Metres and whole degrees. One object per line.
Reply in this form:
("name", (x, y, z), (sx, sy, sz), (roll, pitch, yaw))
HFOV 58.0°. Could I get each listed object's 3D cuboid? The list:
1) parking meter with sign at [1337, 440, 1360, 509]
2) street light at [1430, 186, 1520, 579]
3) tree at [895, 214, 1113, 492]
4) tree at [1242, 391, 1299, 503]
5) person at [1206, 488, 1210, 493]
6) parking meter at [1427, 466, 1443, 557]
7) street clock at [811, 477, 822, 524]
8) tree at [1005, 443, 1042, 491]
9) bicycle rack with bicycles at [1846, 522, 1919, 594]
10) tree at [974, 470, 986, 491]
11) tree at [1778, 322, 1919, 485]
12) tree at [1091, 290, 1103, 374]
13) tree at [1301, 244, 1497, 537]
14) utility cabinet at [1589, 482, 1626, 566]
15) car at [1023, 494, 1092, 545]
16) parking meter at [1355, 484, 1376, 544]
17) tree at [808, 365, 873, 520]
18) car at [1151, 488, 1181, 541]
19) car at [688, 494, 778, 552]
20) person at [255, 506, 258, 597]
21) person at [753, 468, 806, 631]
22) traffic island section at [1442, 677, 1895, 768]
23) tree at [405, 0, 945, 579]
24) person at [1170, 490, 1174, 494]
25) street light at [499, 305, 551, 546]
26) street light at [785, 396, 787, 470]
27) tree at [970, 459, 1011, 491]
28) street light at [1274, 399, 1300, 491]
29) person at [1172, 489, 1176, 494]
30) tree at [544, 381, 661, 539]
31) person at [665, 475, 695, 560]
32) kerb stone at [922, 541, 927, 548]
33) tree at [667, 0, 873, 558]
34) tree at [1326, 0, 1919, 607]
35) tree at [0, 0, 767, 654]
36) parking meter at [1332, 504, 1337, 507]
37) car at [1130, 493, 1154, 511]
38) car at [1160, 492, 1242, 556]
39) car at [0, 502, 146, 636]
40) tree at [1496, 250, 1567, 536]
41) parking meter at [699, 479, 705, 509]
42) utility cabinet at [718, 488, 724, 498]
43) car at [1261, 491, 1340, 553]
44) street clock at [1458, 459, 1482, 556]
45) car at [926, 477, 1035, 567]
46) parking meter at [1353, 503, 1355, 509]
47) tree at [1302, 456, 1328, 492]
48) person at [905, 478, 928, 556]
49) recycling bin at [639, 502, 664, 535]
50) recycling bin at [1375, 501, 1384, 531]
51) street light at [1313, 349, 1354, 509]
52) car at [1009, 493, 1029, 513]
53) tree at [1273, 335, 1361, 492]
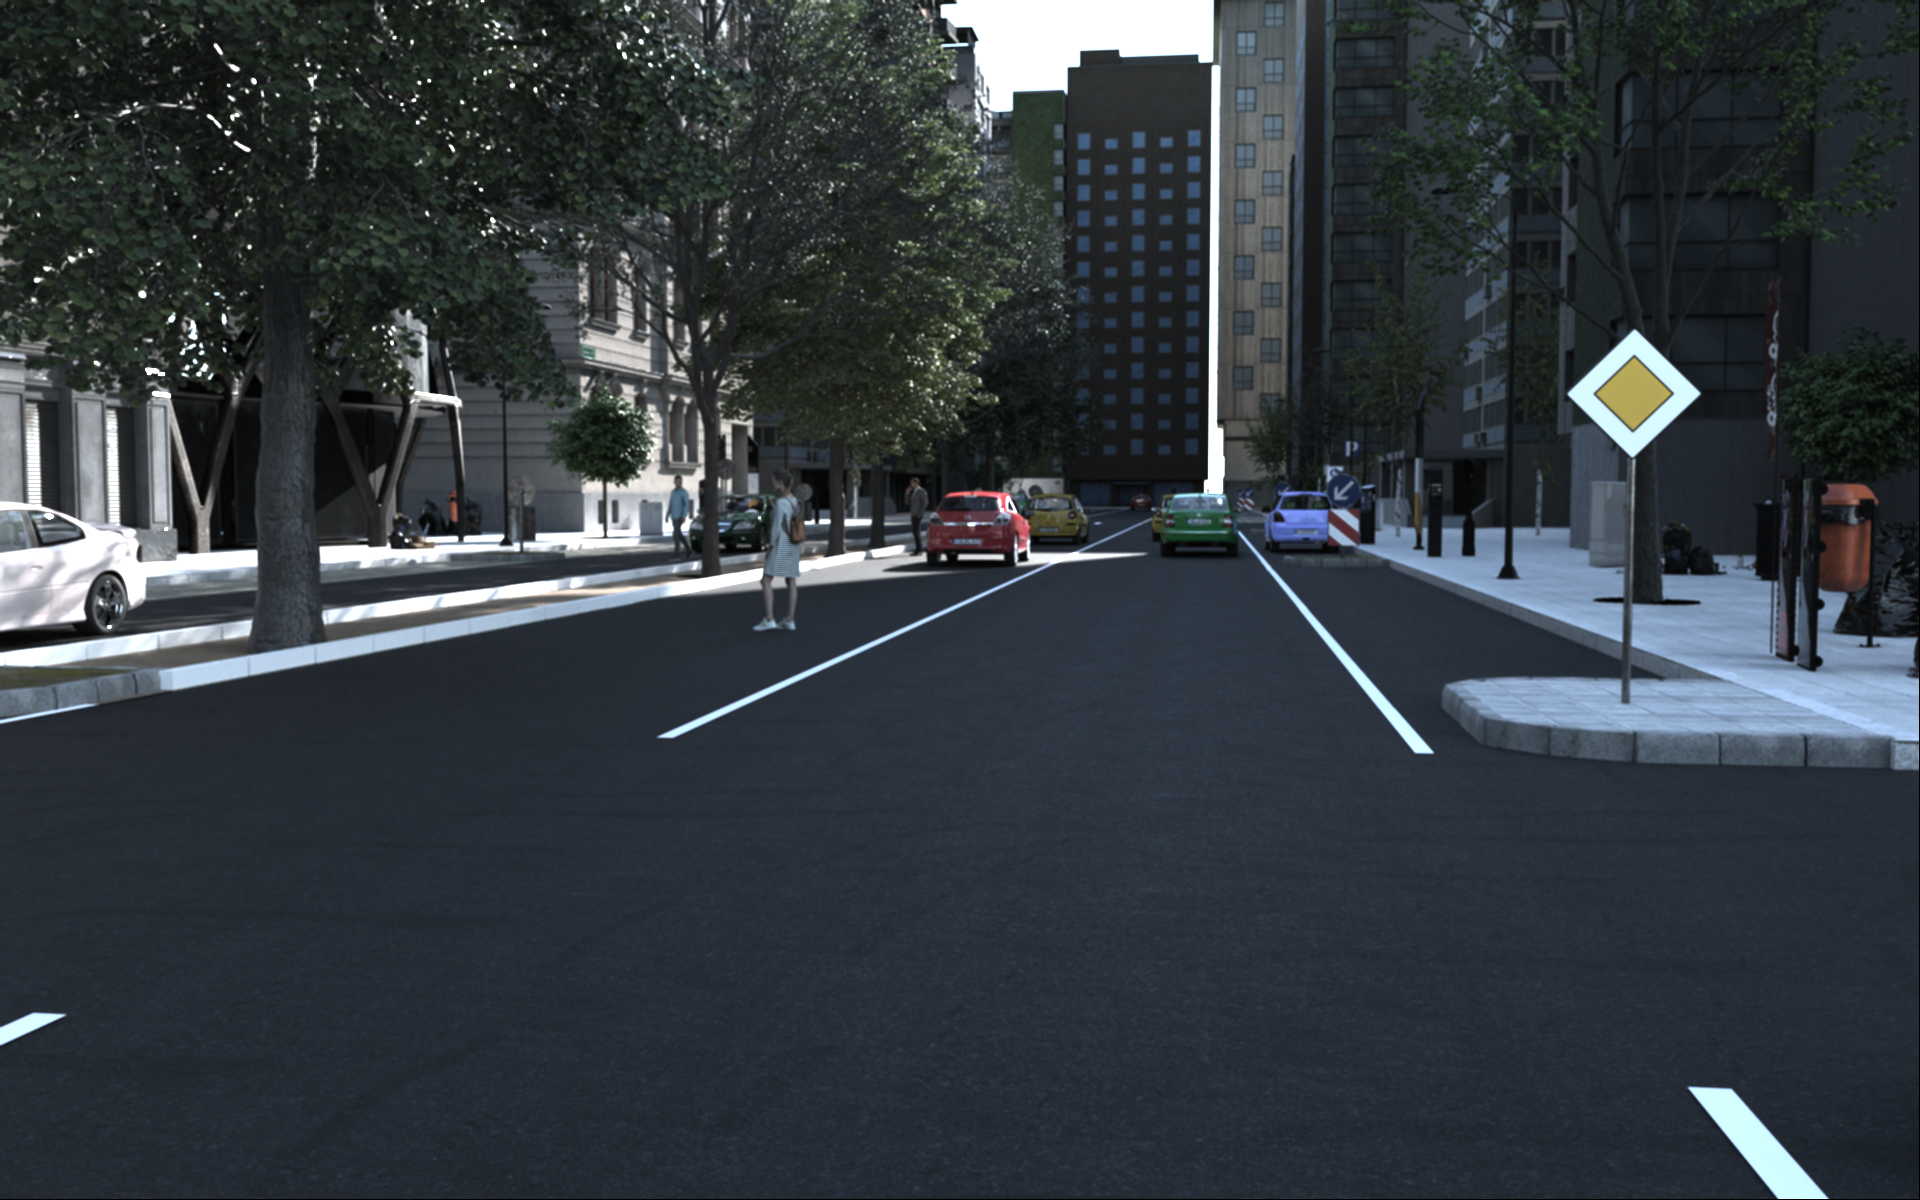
("parking meter with sign", (12.732, -3.721, 57.104), (0.543, 3.016, 1.738), (0, 4, 2))
("street light", (7.788, -3.282, 26.197), (1.470, 5.913, 1.316), (0, 4, 8))
("tree", (1.217, -9.182, 69.583), (9.611, 12.733, 9.660), (0, 3, 0))
("tree", (23.025, -10.776, 126.550), (4.737, 8.622, 4.395), (0, 3, 0))
("person", (15.477, -6.081, 108.023), (1.348, 1.812, 0.705), (-2, 4, -25))
("parking meter", (9.713, -1.816, 35.406), (0.255, 1.863, 0.399), (1, 4, 11))
("street clock", (-6.226, -4.327, 75.318), (0.471, 2.002, 0.358), (-1, 4, -14))
("tree", (5.665, -12.926, 161.704), (4.360, 8.622, 3.978), (0, 3, 0))
("bicycle rack with bicycles", (12.293, -0.491, 21.416), (2.925, 0.926, 2.852), (0, 4, -6))
("tree", (1.938, -8.747, 137.613), (1.663, 3.219, 1.824), (0, 3, 0))
("tree", (17.215, -3.026, 33.185), (4.285, 4.588, 4.351), (0, 3, 0))
("tree", (-0.453, -8.749, 55.869), (12.009, 13.543, 11.850), (0, 3, 0))
("tree", (13.176, -6.205, 51.814), (4.737, 8.622, 4.395), (0, 3, 0))
("utility cabinet", (11.617, -1.349, 30.736), (1.173, 1.500, 0.318), (-3, 5, -43))
("car", (2.794, -2.458, 50.407), (2.015, 1.641, 3.980), (1, 4, 9))
("parking meter", (10.491, -2.211, 44.554), (0.372, 1.533, 0.369), (0, 3, 0))
("tree", (-5.366, -8.247, 85.196), (4.360, 8.622, 3.978), (0, 3, 0))
("car", (6.950, -2.685, 54.116), (2.015, 1.641, 3.980), (1, 4, 10))
("car", (-5.537, -1.999, 44.484), (2.131, 1.459, 4.920), (1, 4, 9))
("person", (-9.268, -0.846, 23.341), (0.512, 1.701, 0.522), (-1, 4, -10))
("person", (-1.867, -0.538, 18.302), (0.522, 1.701, 0.512), (1, 4, 18))
("traffic island section", (4.100, 0.713, 10.623), (2.009, 0.180, 2.903), (0, 4, 8))
("tree", (-4.215, -7.099, 28.899), (12.009, 13.543, 11.850), (0, 3, 0))
("person", (18.599, -8.737, 151.295), (1.348, 1.831, 0.705), (0, 4, -7))
("street light", (-10.709, -4.289, 42.664), (1.470, 5.913, 1.316), (0, 4, 8))
("street light", (-6.632, -6.030, 71.137), (1.470, 5.913, 1.316), (0, 4, 8))
("tree", (2.494, -9.913, 145.792), (4.285, 4.588, 4.351), (0, 3, 0))
("street light", (16.051, -6.861, 84.717), (1.470, 5.913, 1.316), (0, 4, 8))
("person", (15.151, -6.951, 122.178), (0.705, 1.821, 1.348), (-2, 4, -25))
("tree", (-10.173, -4.053, 49.973), (4.285, 4.588, 4.351), (0, 3, 0))
("person", (-6.076, -1.799, 37.776), (0.748, 1.841, 0.638), (-2, 4, -35))
("kerb stone", (-1.085, -1.426, 45.508), (0.120, 0.150, 1.000), (0, 4, 8))
("tree", (-2.799, -7.221, 38.655), (7.486, 12.596, 7.792), (0, 3, 0))
("tree", (8.080, -5.775, 20.177), (9.928, 11.665, 9.643), (0, 3, 0))
("tree", (-6.088, -6.498, 15.348), (9.857, 13.997, 8.962), (0, 3, 0))
("parking meter", (13.658, -3.320, 62.696), (0.372, 1.533, 0.369), (0, 3, 0))
("car", (15.848, -8.685, 151.038), (2.155, 1.783, 4.494), (0, 4, 8))
("car", (5.723, -1.983, 41.226), (1.959, 1.807, 4.718), (1, 4, 9))
("car", (-9.708, -0.244, 16.358), (2.083, 1.381, 4.827), (0, 4, 7))
("tree", (18.119, -6.295, 53.285), (4.737, 8.622, 4.395), (0, 3, 0))
("parking meter", (-9.699, -3.672, 65.740), (0.255, 1.863, 0.399), (2, 4, 30))
("utility cabinet", (-8.373, -3.085, 59.114), (0.318, 1.500, 1.173), (0, 4, 8))
("car", (8.589, -2.081, 43.614), (1.945, 1.707, 3.694), (0, 4, 7))
("street clock", (10.550, -1.915, 35.877), (0.358, 2.002, 0.471), (-2, 4, -26))
("car", (0.430, -1.637, 35.801), (2.155, 1.783, 4.494), (0, 4, 7))
("parking meter", (13.746, -3.137, 59.697), (0.372, 1.533, 0.369), (0, 3, 0))
("tree", (18.080, -5.763, 88.834), (1.663, 3.219, 1.824), (0, 3, 0))
("person", (-1.027, -1.942, 40.436), (0.473, 1.802, 0.592), (-1, 4, -14))
("recycling bin", (-9.616, -2.534, 53.986), (0.722, 1.027, 0.722), (0, 4, -8))
("recycling bin", (14.458, -2.951, 60.806), (0.722, 1.027, 0.722), (1, 4, 21))
("street light", (11.994, -5.071, 55.459), (1.470, 5.913, 1.316), (0, 4, 8))
("car", (3.299, -5.830, 104.119), (1.959, 1.807, 4.718), (0, 4, 7))
("tree", (16.774, -7.994, 81.059), (4.360, 8.622, 3.978), (0, 3, 0))
